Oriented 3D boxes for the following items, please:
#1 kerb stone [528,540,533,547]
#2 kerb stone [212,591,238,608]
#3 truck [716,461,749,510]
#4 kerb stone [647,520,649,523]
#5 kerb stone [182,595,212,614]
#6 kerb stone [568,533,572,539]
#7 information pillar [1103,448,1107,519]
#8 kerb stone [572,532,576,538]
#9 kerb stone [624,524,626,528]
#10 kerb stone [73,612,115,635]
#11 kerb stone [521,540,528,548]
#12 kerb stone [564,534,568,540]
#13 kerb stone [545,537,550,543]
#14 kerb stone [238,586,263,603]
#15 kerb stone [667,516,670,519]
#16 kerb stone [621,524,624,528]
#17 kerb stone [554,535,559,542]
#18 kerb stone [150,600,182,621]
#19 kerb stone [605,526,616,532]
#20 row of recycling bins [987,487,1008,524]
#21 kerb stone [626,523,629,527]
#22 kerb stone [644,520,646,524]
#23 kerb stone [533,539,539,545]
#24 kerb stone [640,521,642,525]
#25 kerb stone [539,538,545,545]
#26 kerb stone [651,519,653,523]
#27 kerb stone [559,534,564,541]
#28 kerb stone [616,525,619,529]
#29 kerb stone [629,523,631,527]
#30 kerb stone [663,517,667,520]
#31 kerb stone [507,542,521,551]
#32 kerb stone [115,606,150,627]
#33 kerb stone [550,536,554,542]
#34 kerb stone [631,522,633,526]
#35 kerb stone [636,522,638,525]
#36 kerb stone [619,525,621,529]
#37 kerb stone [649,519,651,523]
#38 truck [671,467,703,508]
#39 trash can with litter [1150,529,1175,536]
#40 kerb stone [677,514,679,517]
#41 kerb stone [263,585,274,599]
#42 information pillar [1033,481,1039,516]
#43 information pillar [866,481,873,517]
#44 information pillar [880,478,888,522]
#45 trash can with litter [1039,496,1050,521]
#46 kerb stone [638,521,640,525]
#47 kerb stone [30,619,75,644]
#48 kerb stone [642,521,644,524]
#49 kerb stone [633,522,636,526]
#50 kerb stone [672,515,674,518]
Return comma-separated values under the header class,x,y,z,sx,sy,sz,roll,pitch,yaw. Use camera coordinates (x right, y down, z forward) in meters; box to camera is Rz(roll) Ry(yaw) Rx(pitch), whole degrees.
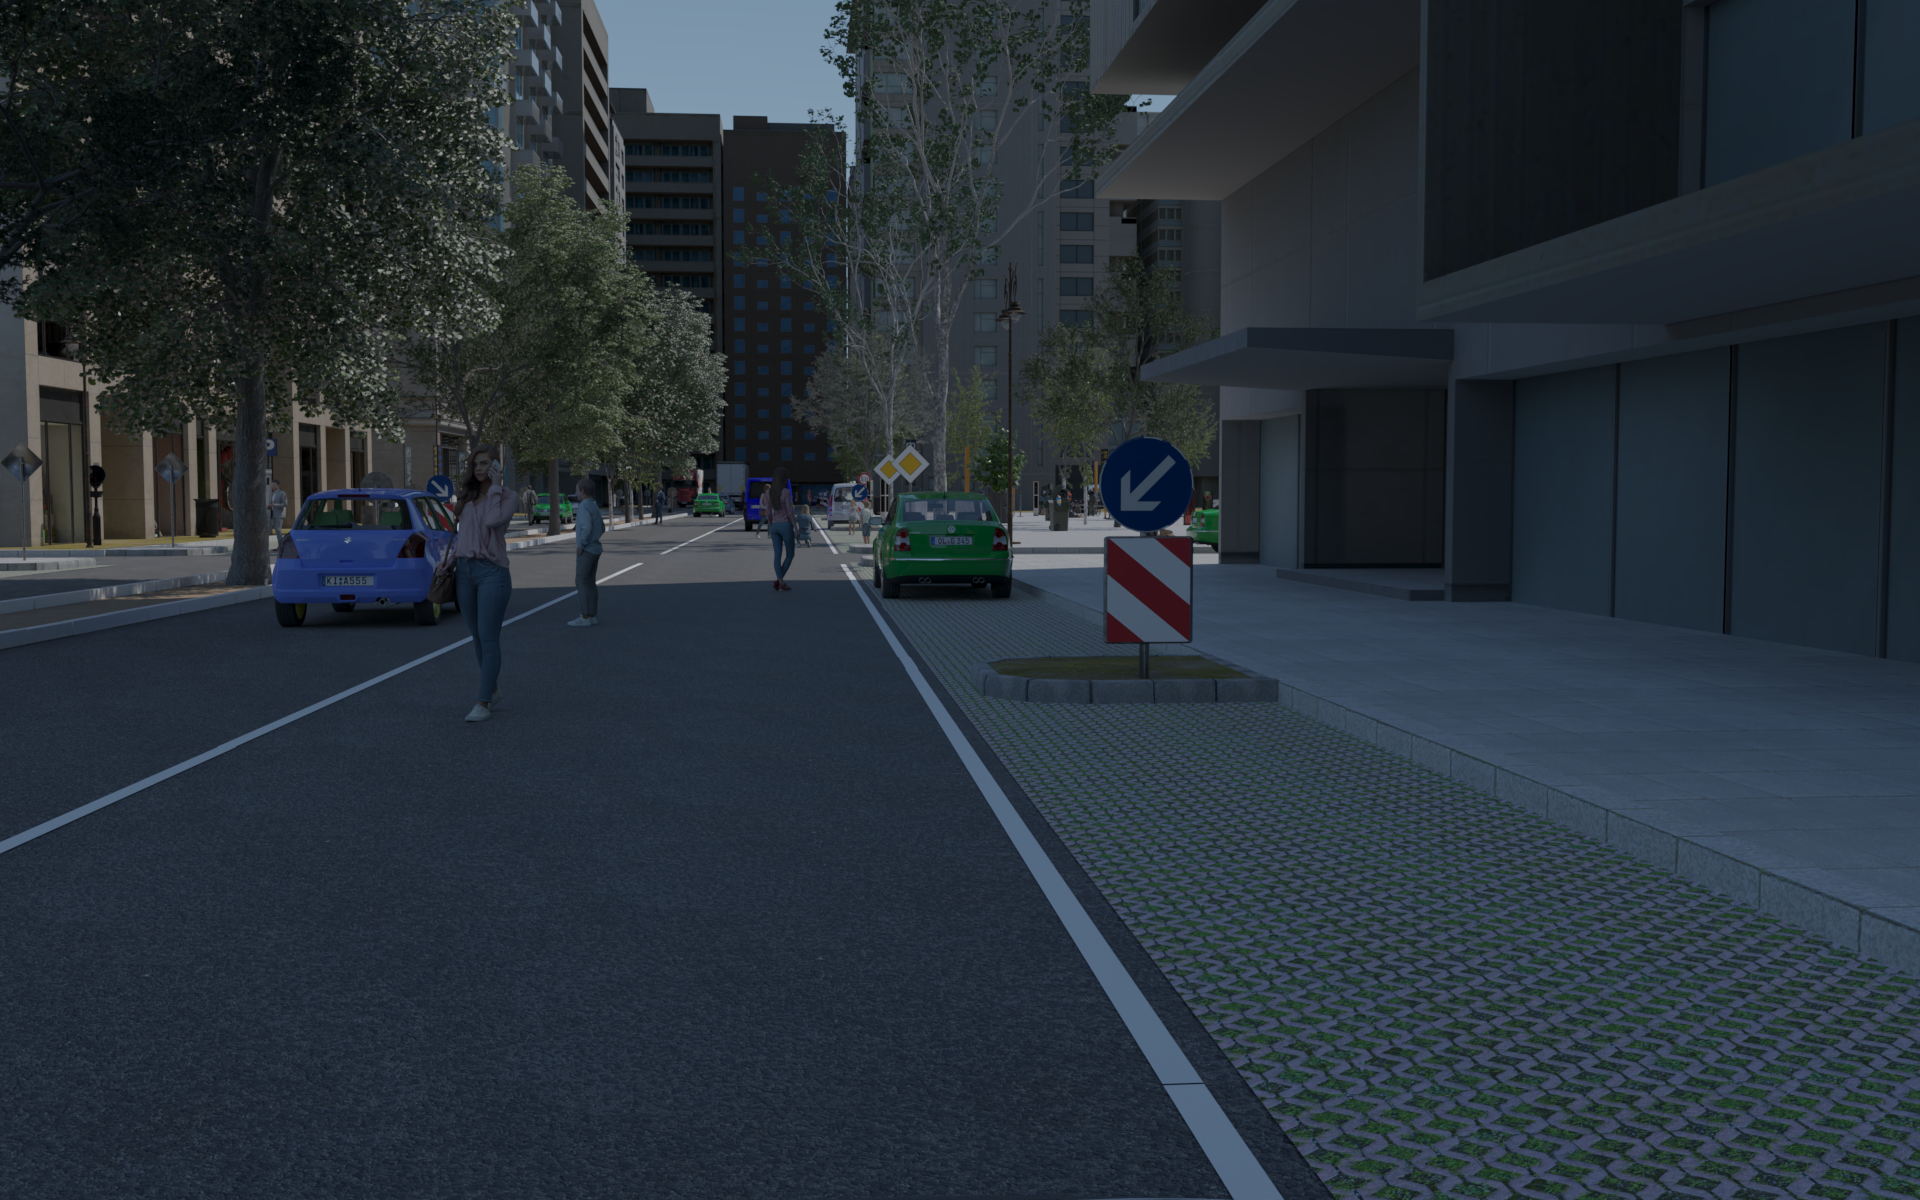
class,x,y,z,sx,sy,sz,roll,pitch,yaw
kerb stone,-11.822,-1.527,47.155,0.120,0.150,1.000,0,4,-5
kerb stone,-9.461,0.012,22.080,0.120,0.150,1.000,0,4,-5
truck,-20.142,-10.132,154.566,2.839,4.237,11.283,0,4,-4
kerb stone,-15.274,-3.773,83.892,0.120,0.150,1.000,0,4,-5
kerb stone,-9.361,0.071,21.062,0.120,0.150,1.000,0,4,-5
kerb stone,-12.587,-2.024,55.302,0.120,0.150,1.000,0,4,-5
information pillar,7.460,-5.971,88.985,0.183,3.616,0.504,0,4,-2
kerb stone,-12.679,-2.085,56.331,0.120,0.150,1.000,0,4,-5
kerb stone,-14.224,-3.085,72.673,0.120,0.150,1.000,0,4,-5
kerb stone,-9.065,0.259,18.002,0.120,0.150,1.000,0,4,-5
kerb stone,-11.724,-1.463,46.137,0.120,0.150,1.000,0,4,-5
kerb stone,-12.493,-1.963,54.284,0.120,0.150,1.000,0,4,-5
kerb stone,-12.106,-1.711,50.208,0.120,0.150,1.000,0,4,-5
kerb stone,-9.555,-0.053,23.107,0.120,0.150,1.000,0,4,-5
kerb stone,-16.523,-4.584,97.183,0.120,0.150,1.000,0,4,-5
kerb stone,-14.124,-3.025,71.652,0.120,0.150,1.000,0,4,-5
kerb stone,-12.299,-1.838,52.249,0.120,0.150,1.000,0,4,-5
kerb stone,-9.266,0.132,20.036,0.120,0.150,1.000,0,4,-5
kerb stone,-13.828,-2.838,68.591,0.120,0.150,1.000,0,4,-5
row of recycling bins,1.676,-4.262,76.801,1.069,1.692,3.534,0,4,0
kerb stone,-14.320,-3.150,73.691,0.120,0.150,1.000,0,4,-5
kerb stone,-15.079,-3.646,81.851,0.120,0.150,1.000,0,4,-5
kerb stone,-11.924,-1.589,48.172,0.120,0.150,1.000,0,4,-5
kerb stone,-14.898,-3.518,79.810,0.120,0.150,1.000,0,4,-5
kerb stone,-12.001,-1.651,49.191,0.120,0.150,1.000,0,4,-5
kerb stone,-15.466,-3.892,85.942,0.120,0.150,1.000,0,4,-5
kerb stone,-12.394,-1.900,53.266,0.120,0.150,1.000,0,4,-5
kerb stone,-13.938,-2.900,69.614,0.120,0.150,1.000,0,4,-5
kerb stone,-14.407,-3.212,74.712,0.120,0.150,1.000,0,4,-5
kerb stone,-16.339,-4.455,95.137,0.120,0.150,1.000,0,4,-5
kerb stone,-11.631,-1.402,45.119,0.120,0.150,1.000,0,4,-5
kerb stone,-9.171,0.194,19.018,0.120,0.150,1.000,0,4,-5
kerb stone,-12.203,-1.776,51.231,0.120,0.150,1.000,0,4,-5
kerb stone,-14.507,-3.275,75.735,0.120,0.150,1.000,0,4,-5
kerb stone,-14.697,-3.397,77.773,0.120,0.150,1.000,0,4,-5
kerb stone,-14.023,-2.955,70.635,0.120,0.150,1.000,0,4,-5
kerb stone,-15.375,-3.835,84.909,0.120,0.150,1.000,0,4,-5
truck,-28.915,-11.939,184.119,2.839,4.237,11.283,0,4,-4
trash can with litter,5.647,-2.317,49.264,1.055,1.170,0.624,3,5,39
kerb stone,-17.199,-5.022,104.315,0.120,0.150,1.000,0,4,-5
kerb stone,-9.649,-0.118,24.127,0.120,0.150,1.000,0,4,-5
information pillar,4.425,-5.894,100.860,0.304,2.012,0.304,0,4,2
information pillar,-4.928,-5.487,94.206,0.304,2.012,0.304,1,4,17
information pillar,-3.459,-4.598,79.676,0.304,2.012,0.304,2,4,34
trash can with litter,4.446,-4.315,81.932,0.624,1.170,1.055,-3,5,-41
kerb stone,-14.797,-3.462,78.793,0.120,0.150,1.000,0,4,-5
kerb stone,-8.976,0.326,16.974,0.120,0.150,1.000,0,4,-5
kerb stone,-14.991,-3.586,80.831,0.120,0.150,1.000,0,4,-5
kerb stone,-14.598,-3.337,76.754,0.120,0.150,1.000,0,4,-5
kerb stone,-16.814,-4.773,100.241,0.120,0.150,1.000,0,4,-5
